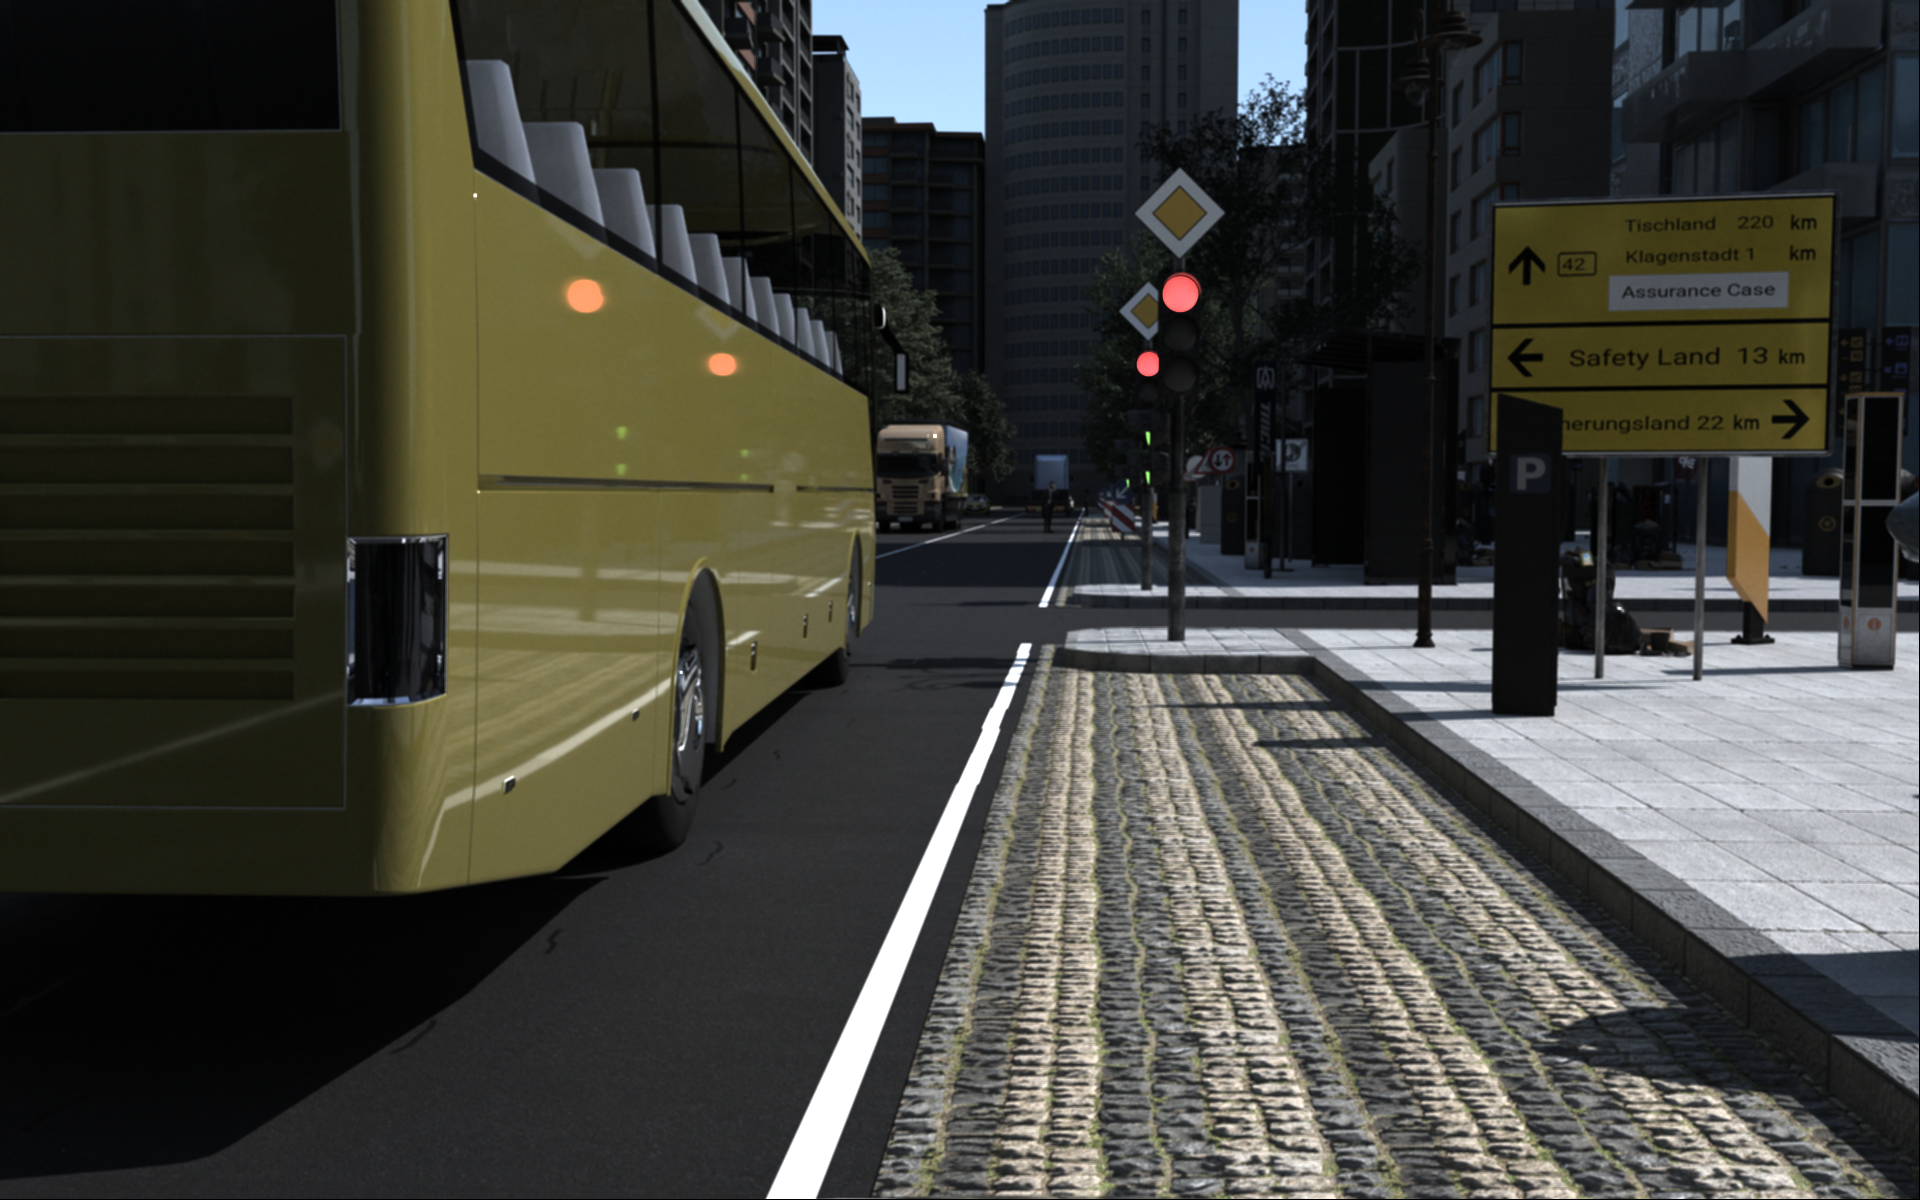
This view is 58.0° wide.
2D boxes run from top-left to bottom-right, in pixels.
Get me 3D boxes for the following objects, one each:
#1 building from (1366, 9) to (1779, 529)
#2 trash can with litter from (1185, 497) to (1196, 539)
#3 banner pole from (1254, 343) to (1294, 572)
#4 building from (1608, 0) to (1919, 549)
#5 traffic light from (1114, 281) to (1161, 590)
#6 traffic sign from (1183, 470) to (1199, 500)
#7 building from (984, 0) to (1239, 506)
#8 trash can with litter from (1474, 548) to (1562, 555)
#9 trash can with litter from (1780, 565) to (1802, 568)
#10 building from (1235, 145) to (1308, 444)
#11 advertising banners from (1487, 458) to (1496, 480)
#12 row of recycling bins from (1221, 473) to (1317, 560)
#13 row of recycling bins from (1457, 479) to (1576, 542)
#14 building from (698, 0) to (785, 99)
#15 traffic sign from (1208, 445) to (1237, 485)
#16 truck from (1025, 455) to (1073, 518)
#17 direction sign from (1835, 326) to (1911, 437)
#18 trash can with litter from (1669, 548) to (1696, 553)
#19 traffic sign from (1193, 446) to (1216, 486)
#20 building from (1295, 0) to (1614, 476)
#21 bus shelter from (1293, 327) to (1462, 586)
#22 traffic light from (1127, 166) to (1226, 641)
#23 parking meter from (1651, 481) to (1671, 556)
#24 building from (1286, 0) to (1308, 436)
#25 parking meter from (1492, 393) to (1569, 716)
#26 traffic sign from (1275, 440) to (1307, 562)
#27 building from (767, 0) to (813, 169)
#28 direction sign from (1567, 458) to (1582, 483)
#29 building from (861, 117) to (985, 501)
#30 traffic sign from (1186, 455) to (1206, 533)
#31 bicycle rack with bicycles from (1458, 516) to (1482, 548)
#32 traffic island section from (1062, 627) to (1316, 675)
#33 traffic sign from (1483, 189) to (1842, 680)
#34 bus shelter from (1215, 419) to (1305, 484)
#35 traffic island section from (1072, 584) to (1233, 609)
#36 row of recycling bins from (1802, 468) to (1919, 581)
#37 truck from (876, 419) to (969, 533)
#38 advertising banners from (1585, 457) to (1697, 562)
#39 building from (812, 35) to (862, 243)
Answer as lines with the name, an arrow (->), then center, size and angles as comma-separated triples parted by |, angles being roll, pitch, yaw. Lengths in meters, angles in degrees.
building -> 34.108, -14.108, 75.705 | 27.650, 21.520, 28.899 | 0, 4, 4
trash can with litter -> 6.319, -2.316, 49.251 | 0.624, 1.170, 1.055 | 1, 4, 10
banner pole -> 5.161, -2.360, 28.611 | 0.863, 3.779, 0.401 | -2, 4, -30
building -> 32.640, -25.925, 43.489 | 30.456, 49.044, 23.786 | 0, 4, 4
traffic light -> 2.471, -2.084, 22.996 | 0.839, 4.253, 0.868 | 0, 4, 4
traffic sign -> 10.193, -4.723, 77.219 | 0.884, 2.594, 0.081 | 0, 4, 7
building -> 17.132, -40.324, 201.297 | 28.212, 58.520, 21.231 | 0, 4, 4
trash can with litter -> 11.421, -1.530, 36.072 | 2.233, 1.210, 1.678 | 2, 4, 26
trash can with litter -> 15.286, -1.136, 29.633 | 2.233, 1.210, 1.678 | 2, 4, 28
building -> 38.329, -31.398, 196.944 | 14.086, 41.232, 14.154 | 0, 4, 4
advertising banners -> 18.287, -3.960, 60.939 | 0.090, 3.025, 2.074 | -1, 4, -11
row of recycling bins -> 6.478, -1.732, 35.433 | 1.069, 1.692, 3.534 | -1, 4, -21
row of recycling bins -> 14.863, -2.446, 47.098 | 3.534, 1.692, 1.069 | 1, 4, 8
building -> -23.766, -28.151, 114.896 | 22.147, 44.769, 28.867 | 0, 4, 4
traffic sign -> 6.894, -2.778, 45.532 | 0.768, 2.556, 0.104 | 1, 4, 12
truck -> 5.812, -7.523, 112.758 | 2.967, 4.110, 18.799 | 0, 4, 4
direction sign -> 12.415, -1.934, 23.622 | 0.876, 3.537, 0.379 | 2, 4, 28
trash can with litter -> 15.446, -1.687, 38.640 | 1.678, 1.210, 2.233 | 1, 4, 17
traffic sign -> 6.742, -2.860, 46.773 | 0.884, 2.594, 0.081 | 0, 4, 7
building -> 33.188, -41.619, 118.726 | 20.563, 71.187, 20.611 | 0, 4, 4
bus shelter -> 6.465, -2.209, 27.396 | 1.731, 3.624, 6.357 | 0, 4, 4
traffic light -> 1.873, -1.597, 15.034 | 0.839, 4.253, 0.868 | 0, 4, 4
parking meter -> 13.551, -1.538, 33.554 | 0.372, 1.533, 0.369 | 0, 3, 0
building -> 37.358, -50.832, 143.776 | 22.319, 86.520, 31.000 | 0, 4, 4
parking meter -> 3.323, -0.268, 10.090 | 0.399, 1.863, 0.255 | 1, 4, 16
traffic sign -> 6.196, -1.855, 32.455 | 0.606, 2.300, 0.079 | 1, 4, 11
building -> -20.469, -42.835, 138.605 | 20.563, 71.187, 20.611 | 0, 4, 4
direction sign -> 20.526, -4.057, 58.322 | 0.876, 3.537, 0.379 | -1, 4, -8
building -> -11.298, -33.616, 204.244 | 28.867, 44.769, 22.147 | 0, 4, 4
traffic sign -> 7.803, -3.479, 56.988 | 0.768, 2.556, 0.104 | 1, 4, 13
bicycle rack with bicycles -> 10.769, -1.673, 40.732 | 2.925, 0.926, 2.852 | 0, 4, 6
traffic island section -> 1.912, 0.436, 15.145 | 2.009, 0.180, 2.903 | 0, 4, 4
traffic sign -> 4.767, -1.102, 11.891 | 2.265, 3.308, 0.079 | 1, 4, 11
bus shelter -> 8.451, -3.384, 49.249 | 2.014, 3.302, 5.546 | 0, 4, 4
traffic island section -> 2.510, -0.051, 23.107 | 2.009, 0.180, 2.903 | 0, 4, 4
row of recycling bins -> 14.354, -1.163, 26.130 | 1.069, 1.692, 3.534 | -2, 4, -25
truck -> -1.447, -4.784, 67.127 | 2.839, 4.237, 11.283 | 0, 4, 6
advertising banners -> 12.434, -2.155, 31.428 | 2.074, 3.025, 0.090 | 0, 4, 4
building -> -16.315, -29.011, 157.928 | 14.086, 41.232, 14.154 | 0, 4, 4
